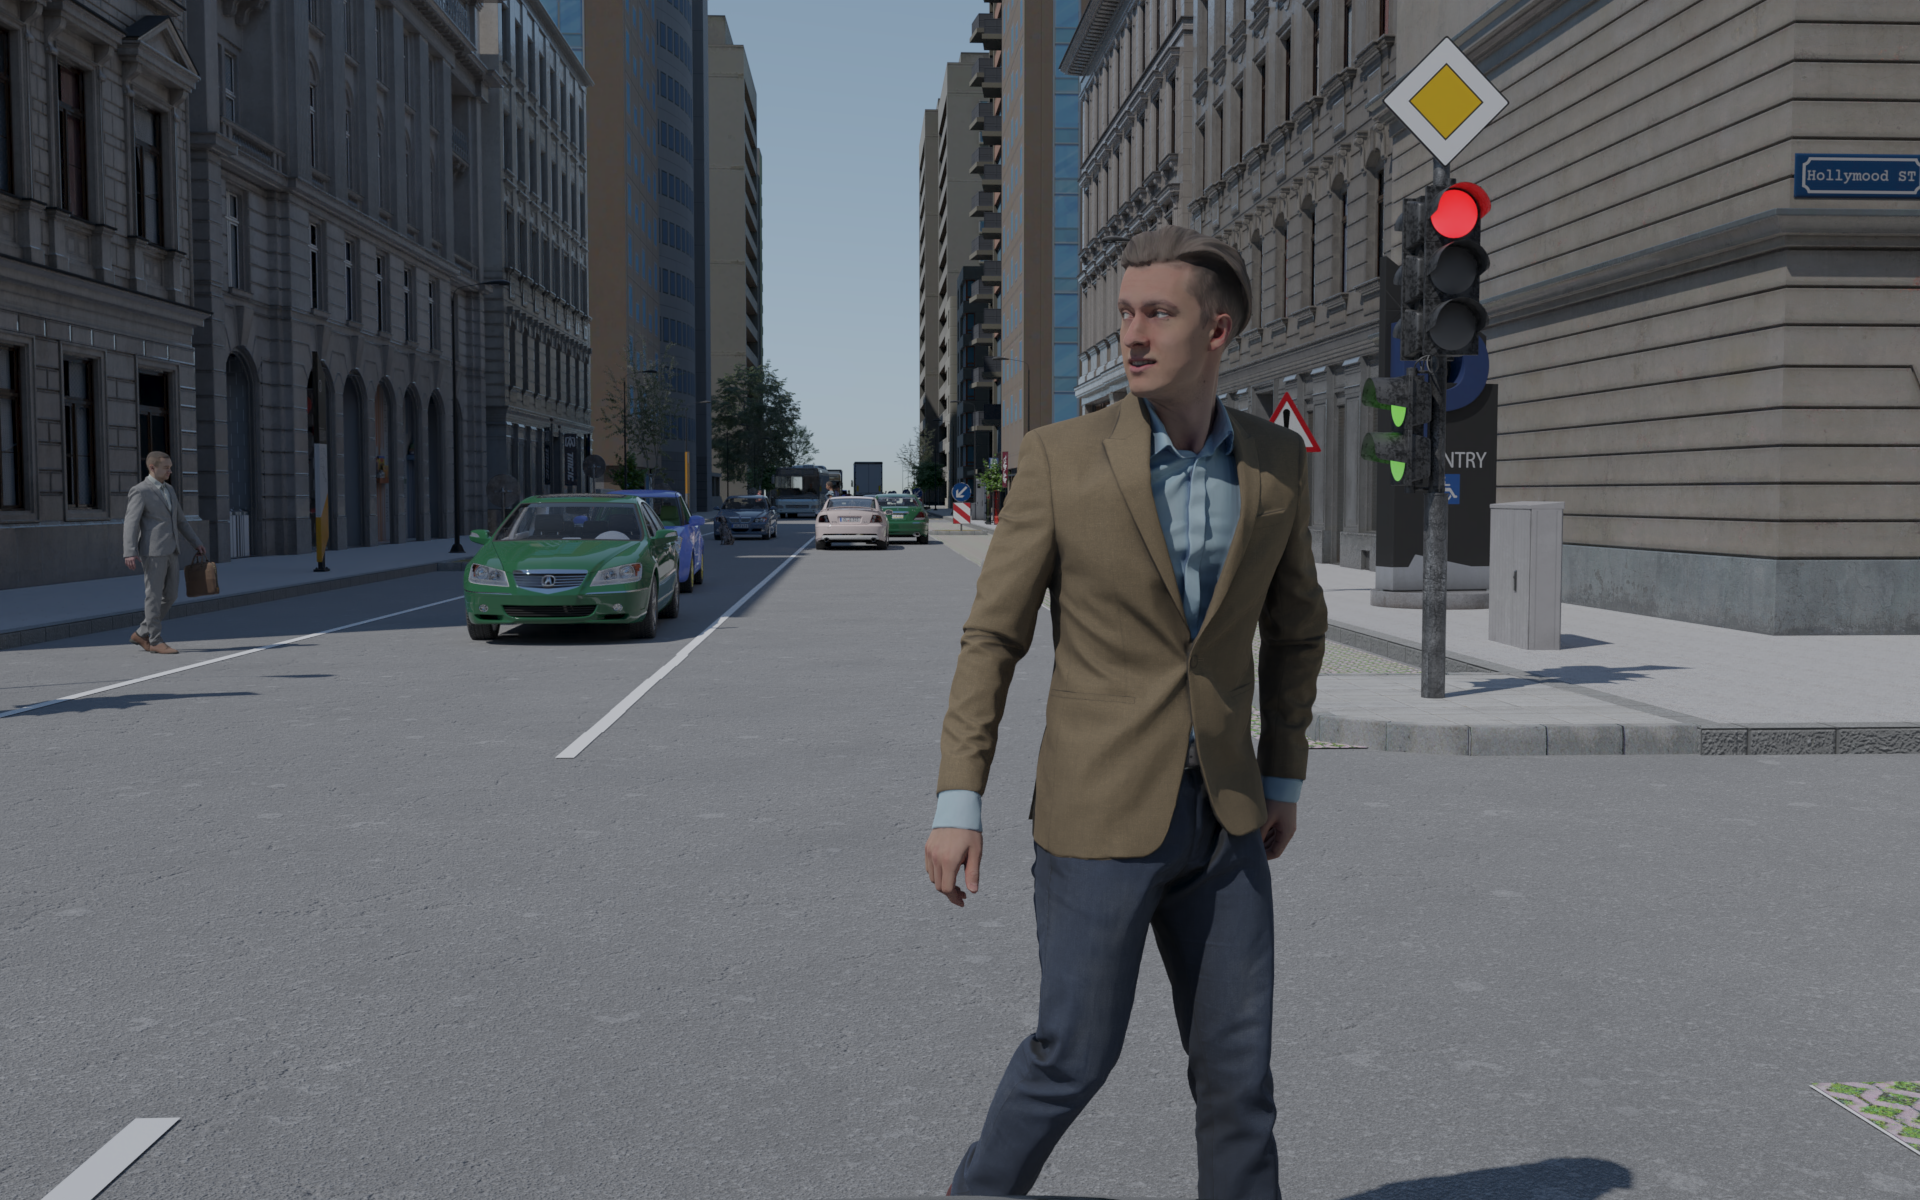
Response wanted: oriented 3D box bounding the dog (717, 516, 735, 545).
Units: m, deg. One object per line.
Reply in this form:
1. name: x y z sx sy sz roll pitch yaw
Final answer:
1. dog: -6.609 -1.952 48.760 0.513 0.831 0.800 0 4 -6

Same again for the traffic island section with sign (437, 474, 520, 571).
1. traffic island section with sign: -8.790 -1.501 33.168 1.989 1.847 2.006 0 4 -3

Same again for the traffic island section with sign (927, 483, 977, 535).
1. traffic island section with sign: -0.097 -3.184 60.688 1.989 1.847 2.006 0 4 -3

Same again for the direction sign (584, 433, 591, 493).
1. direction sign: -13.973 -4.464 64.979 0.379 3.537 0.876 -2 4 -26

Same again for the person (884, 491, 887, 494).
1. person: -8.999 -12.461 212.108 0.599 1.838 0.709 1 4 21

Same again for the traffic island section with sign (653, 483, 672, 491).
1. traffic island section with sign: -10.302 -3.147 60.081 1.989 1.847 2.006 0 4 -3

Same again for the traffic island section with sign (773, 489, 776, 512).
1. traffic island section with sign: -14.600 -7.862 137.167 1.989 1.847 2.006 0 4 -3

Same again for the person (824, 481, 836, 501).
1. person: -3.881 -2.678 52.386 0.778 1.811 0.616 1 4 20

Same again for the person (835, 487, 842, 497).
1. person: -6.860 -5.461 97.650 0.599 1.838 0.709 2 4 31

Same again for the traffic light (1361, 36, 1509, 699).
1. traffic light: 2.965 -1.339 10.811 0.839 4.253 0.868 0 4 -3

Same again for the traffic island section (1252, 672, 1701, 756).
1. traffic island section: 3.005 0.694 10.927 2.009 0.180 2.903 0 4 -3

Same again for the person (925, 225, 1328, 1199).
1. person: 0.266 0.344 2.781 0.836 1.842 0.656 3 5 41

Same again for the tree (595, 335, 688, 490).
1. tree: -14.294 -7.881 79.222 4.360 8.622 3.978 0 3 0

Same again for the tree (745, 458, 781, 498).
1. tree: -17.694 -10.544 156.104 4.285 4.588 4.351 0 3 0

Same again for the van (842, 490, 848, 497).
1. van: -16.255 -14.226 236.985 2.240 2.365 5.245 0 4 -2

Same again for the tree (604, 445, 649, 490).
1. tree: -13.048 -4.538 68.796 1.663 3.219 1.824 0 3 0

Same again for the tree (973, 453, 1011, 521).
1. tree: 1.662 -5.320 81.583 1.663 3.219 1.824 0 3 0

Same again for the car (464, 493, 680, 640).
1. car: -4.051 -0.415 18.591 2.131 1.459 4.920 0 4 -5

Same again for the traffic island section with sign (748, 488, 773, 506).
1. traffic island section with sign: -13.052 -6.175 109.583 1.989 1.847 2.006 0 4 -3

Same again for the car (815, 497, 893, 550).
1. car: -2.829 -2.051 45.904 2.083 1.381 4.827 0 4 -1

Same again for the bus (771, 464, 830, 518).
1. bus: -9.566 -6.784 105.776 2.948 3.499 13.247 0 4 -2

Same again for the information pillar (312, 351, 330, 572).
1. information pillar: -10.574 -2.281 28.642 0.183 3.616 0.504 0 4 -6

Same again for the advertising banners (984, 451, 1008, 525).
1. advertising banners: 1.517 -4.624 71.792 0.090 3.025 2.074 -2 4 -26

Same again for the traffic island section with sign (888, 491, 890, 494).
1. traffic island section with sign: -7.488 -11.285 193.130 1.989 1.847 2.006 0 4 -3

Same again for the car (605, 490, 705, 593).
1. car: -4.801 -1.013 26.147 1.945 1.707 3.694 0 4 -5

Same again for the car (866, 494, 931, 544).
1. car: -1.886 -2.390 50.880 2.131 1.459 4.920 0 4 -3

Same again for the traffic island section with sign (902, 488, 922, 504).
1. traffic island section with sign: -2.833 -6.184 109.729 1.989 1.847 2.006 0 4 -3

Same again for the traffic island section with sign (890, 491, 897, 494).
1. traffic island section with sign: -4.393 -7.896 137.724 1.989 1.847 2.006 0 4 -3

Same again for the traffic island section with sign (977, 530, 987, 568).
1. traffic island section with sign: 1.427 -1.513 33.361 1.989 1.847 2.006 0 4 -3

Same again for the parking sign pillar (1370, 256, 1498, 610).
1. parking sign pillar: 5.454 -1.915 19.782 1.447 3.967 1.447 -1 4 -14

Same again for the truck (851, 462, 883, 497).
1. truck: -8.272 -10.142 154.731 2.839 4.237 11.283 0 4 -4

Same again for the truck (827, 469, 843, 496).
1. truck: -14.758 -12.821 198.544 2.839 4.237 11.283 0 4 -3

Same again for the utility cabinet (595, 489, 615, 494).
1. utility cabinet: -14.731 -3.868 71.919 0.318 1.500 1.173 1 4 18

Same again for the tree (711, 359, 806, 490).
1. tree: -19.311 -15.635 162.289 9.857 13.997 8.962 0 3 0

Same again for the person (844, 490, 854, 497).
1. person: -8.190 -7.238 127.557 1.217 1.743 0.721 -1 4 -10

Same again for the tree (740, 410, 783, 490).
1. tree: -17.493 -12.291 151.318 4.360 8.622 3.978 0 3 0

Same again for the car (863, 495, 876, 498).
1. car: -5.605 -6.064 111.513 2.083 1.381 4.827 0 4 -4

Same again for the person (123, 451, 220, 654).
1. person: -7.163 -0.424 15.550 0.853 1.813 0.709 1 4 10

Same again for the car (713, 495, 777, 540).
1. car: -6.852 -2.666 55.587 2.014 1.417 4.499 0 4 -2

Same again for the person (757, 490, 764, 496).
1. person: -10.333 -4.880 89.762 0.593 1.643 0.415 2 4 24

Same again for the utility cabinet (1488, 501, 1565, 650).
1. utility cabinet: 4.786 -0.217 14.702 0.306 1.237 1.020 0 4 -1
